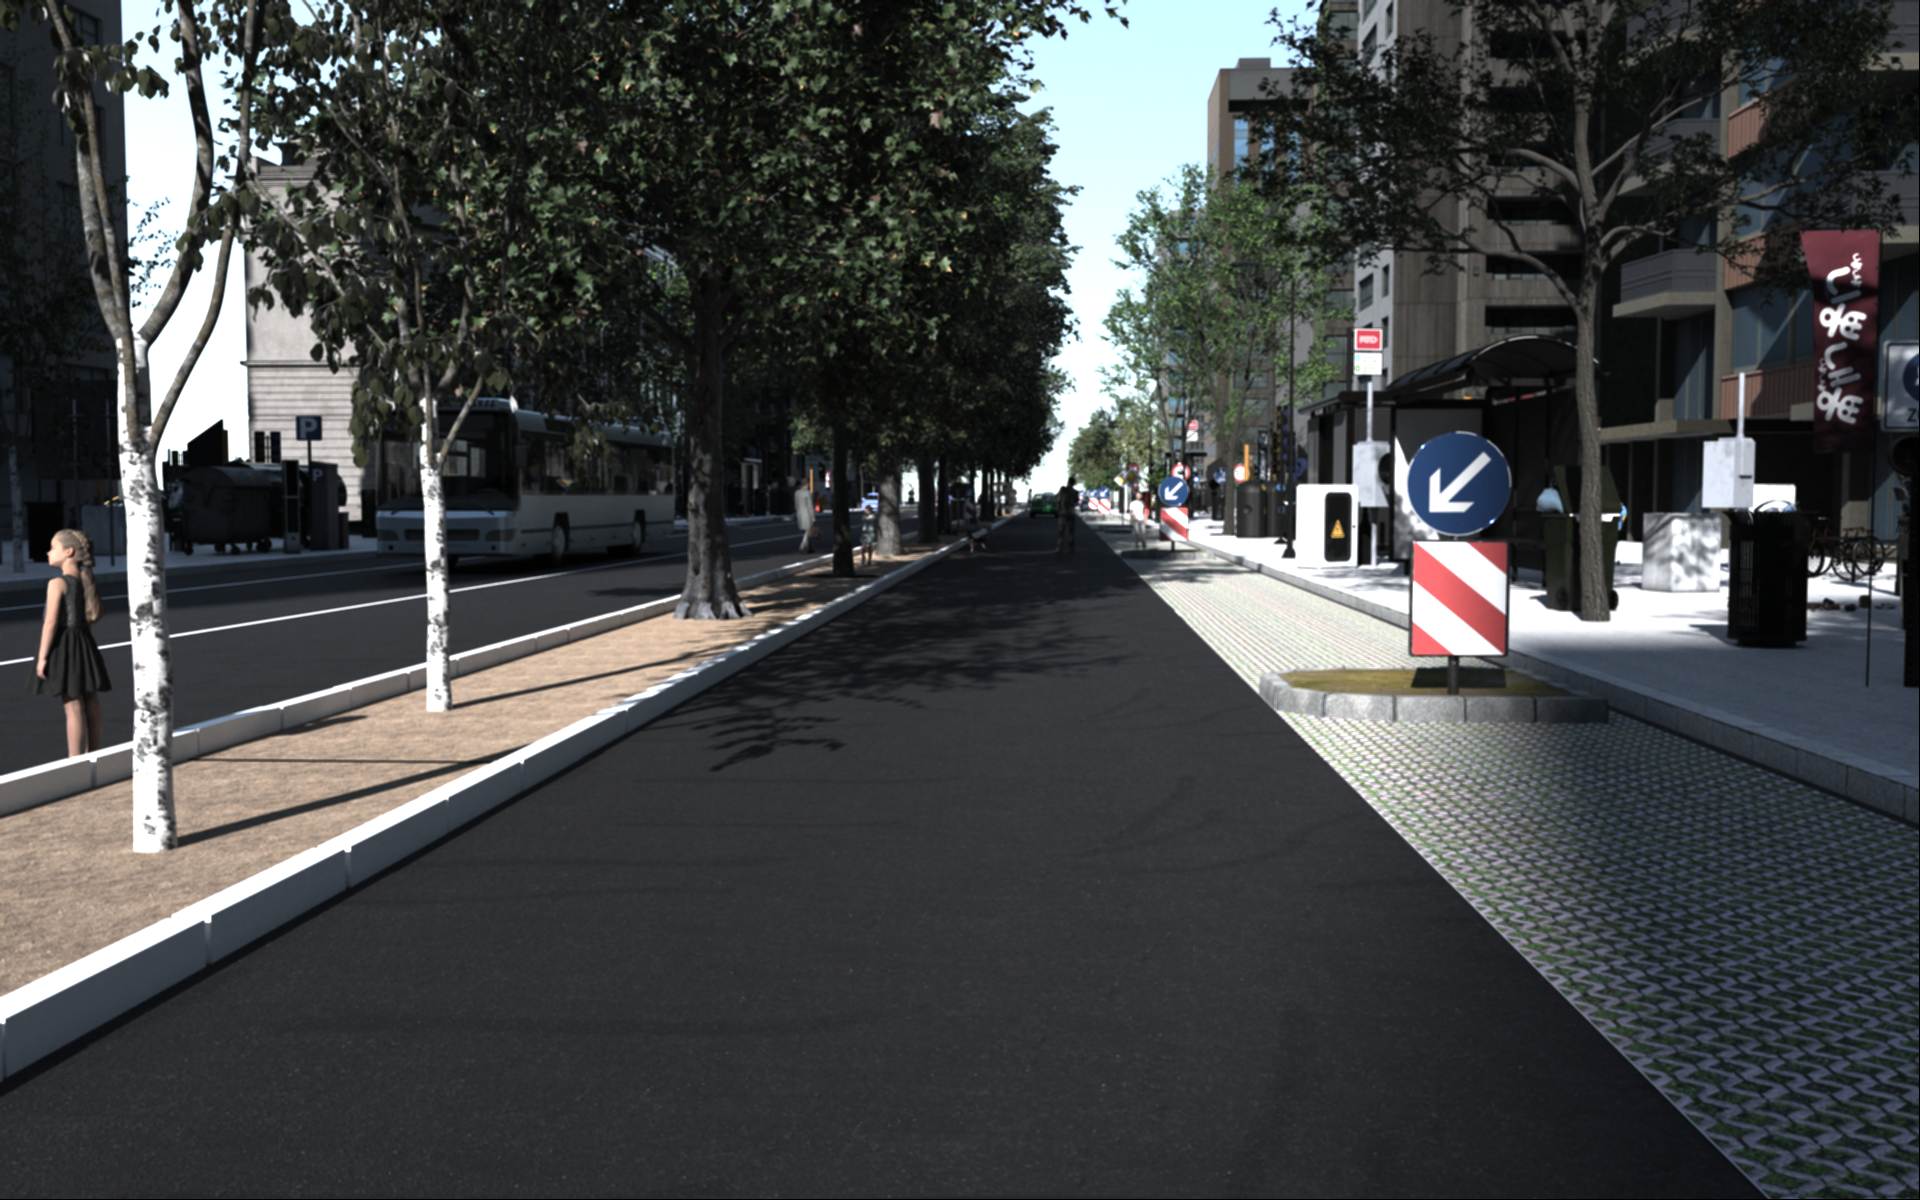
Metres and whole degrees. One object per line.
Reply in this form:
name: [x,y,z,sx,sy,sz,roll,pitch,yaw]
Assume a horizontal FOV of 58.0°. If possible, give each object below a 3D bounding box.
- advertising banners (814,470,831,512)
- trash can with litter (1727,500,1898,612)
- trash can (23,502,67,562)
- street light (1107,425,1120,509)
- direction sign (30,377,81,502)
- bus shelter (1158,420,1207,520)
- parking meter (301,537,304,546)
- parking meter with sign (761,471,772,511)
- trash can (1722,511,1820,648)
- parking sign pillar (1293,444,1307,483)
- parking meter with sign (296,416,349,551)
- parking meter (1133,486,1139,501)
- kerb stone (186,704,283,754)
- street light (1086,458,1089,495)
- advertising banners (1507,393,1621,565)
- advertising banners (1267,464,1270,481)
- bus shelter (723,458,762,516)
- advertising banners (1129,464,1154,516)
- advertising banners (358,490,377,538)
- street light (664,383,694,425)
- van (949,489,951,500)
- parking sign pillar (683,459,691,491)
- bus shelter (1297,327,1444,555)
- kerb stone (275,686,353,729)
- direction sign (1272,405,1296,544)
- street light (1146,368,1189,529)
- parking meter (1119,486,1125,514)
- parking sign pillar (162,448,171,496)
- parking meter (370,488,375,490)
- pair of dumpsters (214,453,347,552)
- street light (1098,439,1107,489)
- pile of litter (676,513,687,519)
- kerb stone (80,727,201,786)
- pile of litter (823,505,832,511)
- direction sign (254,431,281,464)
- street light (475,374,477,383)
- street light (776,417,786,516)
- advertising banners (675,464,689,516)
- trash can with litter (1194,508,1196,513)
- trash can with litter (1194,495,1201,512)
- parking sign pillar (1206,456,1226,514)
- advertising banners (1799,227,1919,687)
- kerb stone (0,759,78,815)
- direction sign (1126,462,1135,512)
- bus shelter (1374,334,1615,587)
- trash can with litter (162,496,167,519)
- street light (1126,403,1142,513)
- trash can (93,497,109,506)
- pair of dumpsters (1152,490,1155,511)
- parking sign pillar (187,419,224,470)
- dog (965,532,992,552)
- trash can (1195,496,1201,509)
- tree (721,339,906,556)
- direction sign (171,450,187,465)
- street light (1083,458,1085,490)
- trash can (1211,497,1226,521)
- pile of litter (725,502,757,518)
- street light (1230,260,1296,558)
advertising banners: [-10.394,-7.949,126.157,2.074,3.025,0.090,0,4,-7]
trash can with litter: [9.530,-0.505,19.308,2.233,1.210,1.678,0,4,-5]
trash can: [-17.283,-1.290,32.750,0.748,1.137,0.748,0,3,0]
street light: [10.835,-8.833,116.954,1.470,5.913,1.316,0,4,3]
direction sign: [-17.509,-2.546,33.626,0.876,3.537,0.379,-2,4,-35]
bus shelter: [11.633,-6.951,91.288,2.179,5.291,8.768,0,4,3]
parking meter: [-16.531,-2.127,43.180,0.372,1.533,0.369,0,3,0]
parking meter with sign: [-14.488,-8.145,129.431,1.738,3.016,0.543,3,4,36]
trash can: [6.811,-0.180,14.596,0.748,1.137,0.748,0,3,0]
parking sign pillar: [18.495,-6.424,93.504,1.447,3.967,1.447,-1,4,-21]
parking meter with sign: [-14.492,-2.646,39.520,0.543,3.016,1.738,0,4,2]
parking meter: [12.239,-7.027,120.610,0.399,1.863,0.255,-2,4,-32]
kerb stone: [-4.187,0.749,9.954,0.120,0.150,1.000,0,4,3]
street light: [15.018,-13.477,192.883,1.470,5.913,1.316,0,4,3]
advertising banners: [10.499,-2.078,30.166,2.074,3.025,0.090,0,4,-4]
advertising banners: [17.398,-6.368,100.304,2.074,3.025,0.090,-3,4,-38]
bus shelter: [-13.370,-7.548,101.038,2.179,5.291,8.768,0,4,3]
advertising banners: [10.781,-6.337,99.791,2.074,3.025,0.090,0,4,-1]
advertising banners: [-16.705,-3.365,51.205,2.074,3.025,0.090,-1,4,-22]
street light: [-11.807,-6.119,72.586,1.470,5.913,1.316,0,4,3]
van: [-0.616,-11.497,192.358,2.240,2.365,5.245,0,4,4]
parking sign pillar: [-19.646,-8.451,126.641,1.447,3.967,1.447,3,4,38]
bus shelter: [8.992,-3.780,39.436,2.179,5.291,8.768,0,4,3]
kerb stone: [-4.125,0.690,10.980,0.120,0.150,1.000,0,4,3]
direction sign: [8.257,-3.208,44.450,0.379,3.537,0.876,0,4,-7]
street light: [7.695,-5.570,63.617,1.470,5.913,1.316,0,4,3]
parking meter: [10.653,-6.624,114.010,0.255,1.863,0.399,2,4,32]
parking sign pillar: [-46.449,-6.911,101.462,1.447,3.967,1.447,-2,4,-24]
parking meter: [-24.775,-3.968,73.293,0.372,1.533,0.369,0,3,0]
pair of dumpsters: [-15.796,-2.297,40.048,1.574,2.255,4.437,0,4,3]
street light: [12.358,-10.648,146.631,1.470,5.913,1.316,0,4,3]
pile of litter: [-14.036,-4.676,90.420,1.719,0.858,1.176,0,4,-4]
kerb stone: [-4.234,0.812,8.927,0.120,0.150,1.000,0,4,3]
pile of litter: [-10.629,-7.312,133.521,1.719,0.858,1.176,0,4,0]
direction sign: [-25.019,-4.322,62.668,0.876,3.537,0.379,-1,4,-20]
street light: [-13.108,-4.668,48.860,1.470,5.913,1.316,0,4,3]
street light: [-10.195,-7.942,102.393,1.470,5.913,1.316,0,4,3]
advertising banners: [-15.872,-6.411,101.000,2.074,3.025,0.090,-2,4,-26]
trash can with litter: [15.861,-6.649,120.100,0.624,1.170,1.055,3,5,43]
trash can with litter: [16.854,-6.968,124.990,1.678,1.210,2.233,0,4,-1]
parking sign pillar: [16.852,-7.647,113.504,1.447,3.967,1.447,1,4,22]
advertising banners: [6.554,-0.931,11.405,2.074,3.025,0.090,0,4,4]
kerb stone: [-4.299,0.875,7.898,0.120,0.150,1.000,0,4,3]
direction sign: [12.860,-8.452,130.180,0.876,3.537,0.379,3,4,38]
bus shelter: [7.428,-1.887,24.774,2.014,3.302,5.546,0,4,3]
trash can with litter: [-45.977,-5.353,98.583,1.678,1.210,2.233,-2,4,-30]
street light: [9.125,-7.057,87.923,1.470,5.913,1.316,0,4,3]
trash can: [-40.215,-4.254,81.204,0.748,1.137,0.748,0,3,0]
pair of dumpsters: [14.920,-7.735,128.963,1.574,2.255,4.437,0,4,3]
parking sign pillar: [-26.993,-4.508,62.171,1.447,3.967,1.447,0,4,2]
dog: [0.446,-1.428,42.631,0.540,0.507,0.406,-2,4,-32]
trash can: [18.635,-7.612,136.103,0.748,1.137,0.748,0,3,0]
tree: [-1.614,-7.984,39.657,9.857,13.997,8.962,0,3,0]
direction sign: [-40.431,-5.989,89.911,0.876,3.537,0.379,0,4,-6]
street light: [16.583,-15.280,222.366,1.470,5.913,1.316,0,4,3]
trash can: [12.326,-4.342,82.639,0.748,1.137,0.748,0,3,0]
pile of litter: [-11.906,-4.893,93.957,1.719,0.858,1.176,1,4,16]
street light: [6.069,-3.795,34.581,1.470,5.913,1.316,0,4,3]
